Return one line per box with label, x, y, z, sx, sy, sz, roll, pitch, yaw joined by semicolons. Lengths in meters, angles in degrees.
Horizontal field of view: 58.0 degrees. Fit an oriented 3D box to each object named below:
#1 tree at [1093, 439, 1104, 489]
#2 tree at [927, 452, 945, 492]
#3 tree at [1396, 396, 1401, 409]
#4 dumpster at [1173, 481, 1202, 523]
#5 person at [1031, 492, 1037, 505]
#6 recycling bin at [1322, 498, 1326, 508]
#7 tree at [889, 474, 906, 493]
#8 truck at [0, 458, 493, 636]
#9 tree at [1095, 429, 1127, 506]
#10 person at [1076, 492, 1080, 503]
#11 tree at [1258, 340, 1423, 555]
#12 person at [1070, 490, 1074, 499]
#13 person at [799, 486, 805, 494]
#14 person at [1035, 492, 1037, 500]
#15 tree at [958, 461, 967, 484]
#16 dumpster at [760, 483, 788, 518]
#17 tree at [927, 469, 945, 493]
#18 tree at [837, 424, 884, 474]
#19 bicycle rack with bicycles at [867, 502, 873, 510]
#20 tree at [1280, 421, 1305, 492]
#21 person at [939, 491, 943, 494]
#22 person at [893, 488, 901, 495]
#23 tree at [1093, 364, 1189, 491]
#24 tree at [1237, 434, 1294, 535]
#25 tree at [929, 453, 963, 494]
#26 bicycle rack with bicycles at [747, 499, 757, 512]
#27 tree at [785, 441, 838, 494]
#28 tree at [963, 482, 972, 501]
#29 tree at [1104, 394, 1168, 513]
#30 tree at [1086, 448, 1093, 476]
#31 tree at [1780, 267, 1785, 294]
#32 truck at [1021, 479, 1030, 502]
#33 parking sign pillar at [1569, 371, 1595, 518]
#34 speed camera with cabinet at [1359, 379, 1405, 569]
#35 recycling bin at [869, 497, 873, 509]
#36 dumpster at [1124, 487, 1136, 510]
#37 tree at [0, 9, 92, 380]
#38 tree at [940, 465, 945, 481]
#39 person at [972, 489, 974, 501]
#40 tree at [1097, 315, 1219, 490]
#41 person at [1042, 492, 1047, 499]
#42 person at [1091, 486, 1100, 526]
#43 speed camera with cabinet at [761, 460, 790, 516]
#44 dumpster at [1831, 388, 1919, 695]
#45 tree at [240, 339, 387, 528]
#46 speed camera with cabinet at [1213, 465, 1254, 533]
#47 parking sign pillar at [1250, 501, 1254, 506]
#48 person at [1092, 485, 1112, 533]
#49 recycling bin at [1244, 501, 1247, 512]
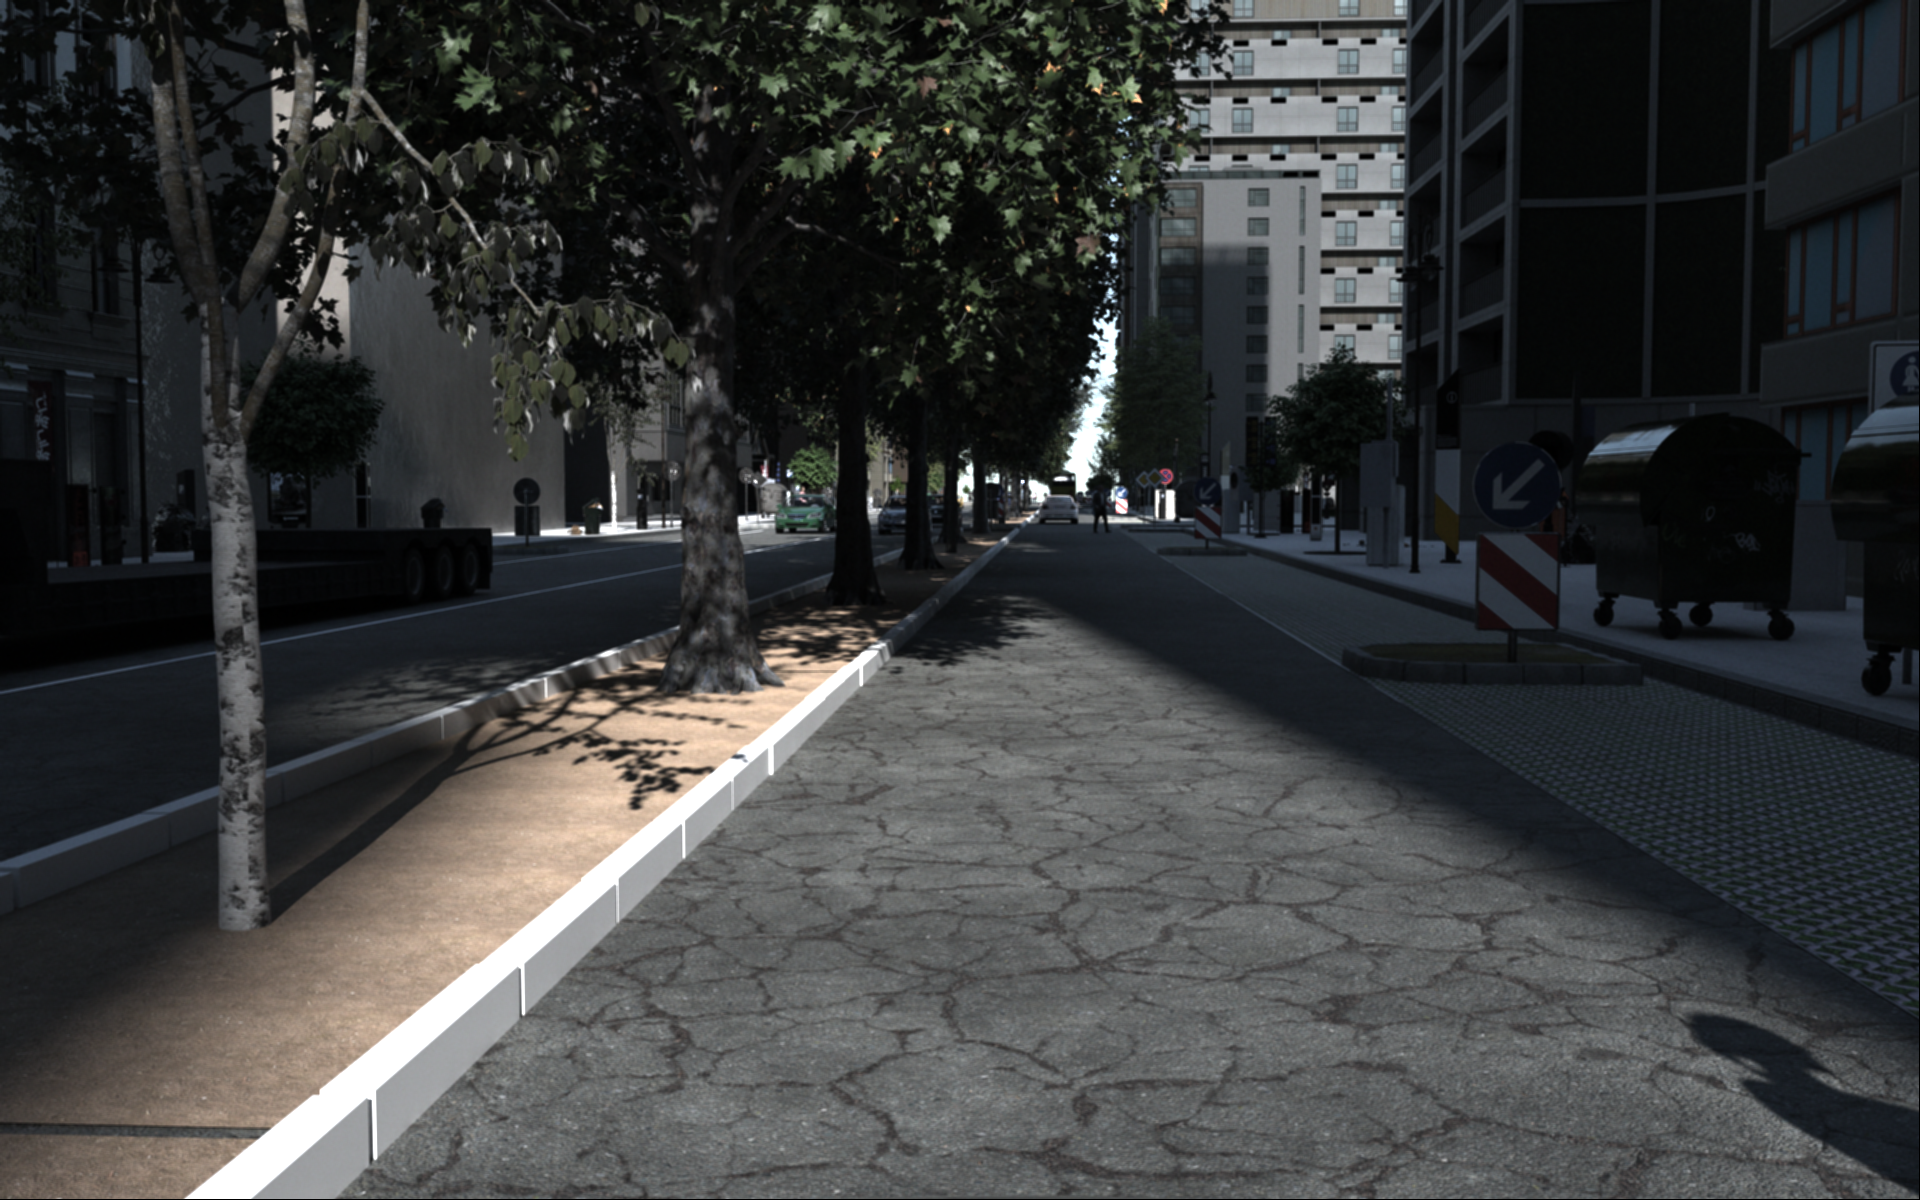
tree;14.796;-12.039;147.199;4.737;8.622;4.395;0;3;0
tree;-3.805;-15.045;196.344;4.737;8.622;4.395;0;3;0
tree;32.282;-10.764;126.347;4.360;8.622;3.978;0;3;0
dumpster;10.161;-4.354;76.954;1.264;1.857;1.865;0;4;3
person;10.096;-13.906;236.795;0.756;1.711;0.436;1;4;18
recycling bin;22.065;-5.716;106.009;0.722;1.027;0.722;0;4;1
tree;-5.812;-10.334;163.564;1.663;3.219;1.824;0;3;0
truck;-8.572;-1.587;15.698;2.967;4.110;18.799;0;4;4
tree;16.134;-14.086;180.665;4.360;8.622;3.978;0;3;0
person;17.966;-15.574;263.796;0.551;1.740;0.621;-1;4;-14
tree;8.196;-3.264;37.078;4.285;4.588;4.351;0;3;0
person;10.660;-9.591;165.246;0.705;1.831;1.348;1;4;12
person;-7.732;-4.705;85.441;0.388;1.821;0.555;1;4;21
person;13.222;-17.720;299.014;0.721;1.735;1.217;0;4;-6
tree;-0.856;-19.062;262.024;4.737;8.622;4.395;0;3;0
dumpster;-9.876;-5.274;91.986;1.264;1.857;1.865;0;4;3
tree;-3.510;-14.010;212.775;4.285;4.588;4.351;0;3;0
tree;-7.729;-11.144;132.568;4.737;8.622;4.395;0;3;0
bicycle rack with bicycles;-8.486;-7.556;136.923;2.925;0.926;2.852;0;4;5
tree;28.439;-11.902;144.958;4.360;8.622;3.978;0;3;0
person;-2.141;-11.143;190.788;1.348;1.812;0.705;1;4;17
person;-5.135;-8.152;141.153;0.474;1.900;0.648;2;4;31
tree;14.146;-12.883;136.388;9.928;11.665;9.643;0;3;0
tree;9.490;-3.633;54.006;1.663;3.219;1.824;0;3;0
tree;-2.406;-18.865;226.575;7.486;12.596;7.792;0;3;0
bicycle rack with bicycles;-14.694;-6.632;121.813;2.925;0.926;2.852;2;4;31
tree;-9.134;-7.580;107.654;4.285;4.588;4.351;0;3;0
tree;1.067;-17.758;284.946;1.663;3.219;1.824;0;3;0
tree;12.803;-10.261;118.133;4.737;8.622;4.395;0;3;0
tree;14.589;-12.735;158.575;4.737;8.622;4.395;0;3;0
tree;17.716;-4.992;31.981;4.737;8.622;4.395;0;3;0
truck;9.942;-17.892;282.291;2.967;4.110;18.799;0;4;3
parking sign pillar;13.892;-3.075;38.752;1.447;3.967;1.447;1;4;17
speed camera with cabinet;7.470;-2.219;30.611;0.660;3.252;2.038;1;4;21
recycling bin;-7.844;-8.170;146.131;0.722;1.027;0.722;-3;4;-36
dumpster;13.919;-8.399;143.082;1.264;1.857;1.865;0;4;3
tree;-13.996;-4.453;23.165;4.737;8.622;4.395;0;3;0
tree;-2.059;-18.087;246.081;4.360;8.622;3.978;0;3;0
person;1.028;-6.743;118.762;0.388;1.821;0.555;0;4;2
tree;12.666;-11.771;110.575;7.486;12.596;7.792;0;3;0
person;13.215;-15.850;267.658;1.348;1.822;0.705;-1;4;-11
person;6.032;-4.166;76.872;0.793;1.790;0.793;-1;4;-18
speed camera with cabinet;-10.692;-6.486;100.389;2.038;3.252;0.660;3;5;45
dumpster;6.300;-0.470;10.176;1.502;2.255;1.985;0;4;3
tree;-13.251;-3.134;34.947;4.285;4.588;4.351;0;3;0
speed camera with cabinet;8.910;-3.801;56.486;0.660;3.252;2.038;-1;4;-15
parking sign pillar;23.968;-9.406;142.266;1.447;3.967;1.447;-3;4;-38
person;5.238;-3.370;63.995;0.661;1.777;0.834;-3;4;-38
recycling bin;20.155;-6.849;124.538;0.722;1.027;0.722;-1;4;-16
